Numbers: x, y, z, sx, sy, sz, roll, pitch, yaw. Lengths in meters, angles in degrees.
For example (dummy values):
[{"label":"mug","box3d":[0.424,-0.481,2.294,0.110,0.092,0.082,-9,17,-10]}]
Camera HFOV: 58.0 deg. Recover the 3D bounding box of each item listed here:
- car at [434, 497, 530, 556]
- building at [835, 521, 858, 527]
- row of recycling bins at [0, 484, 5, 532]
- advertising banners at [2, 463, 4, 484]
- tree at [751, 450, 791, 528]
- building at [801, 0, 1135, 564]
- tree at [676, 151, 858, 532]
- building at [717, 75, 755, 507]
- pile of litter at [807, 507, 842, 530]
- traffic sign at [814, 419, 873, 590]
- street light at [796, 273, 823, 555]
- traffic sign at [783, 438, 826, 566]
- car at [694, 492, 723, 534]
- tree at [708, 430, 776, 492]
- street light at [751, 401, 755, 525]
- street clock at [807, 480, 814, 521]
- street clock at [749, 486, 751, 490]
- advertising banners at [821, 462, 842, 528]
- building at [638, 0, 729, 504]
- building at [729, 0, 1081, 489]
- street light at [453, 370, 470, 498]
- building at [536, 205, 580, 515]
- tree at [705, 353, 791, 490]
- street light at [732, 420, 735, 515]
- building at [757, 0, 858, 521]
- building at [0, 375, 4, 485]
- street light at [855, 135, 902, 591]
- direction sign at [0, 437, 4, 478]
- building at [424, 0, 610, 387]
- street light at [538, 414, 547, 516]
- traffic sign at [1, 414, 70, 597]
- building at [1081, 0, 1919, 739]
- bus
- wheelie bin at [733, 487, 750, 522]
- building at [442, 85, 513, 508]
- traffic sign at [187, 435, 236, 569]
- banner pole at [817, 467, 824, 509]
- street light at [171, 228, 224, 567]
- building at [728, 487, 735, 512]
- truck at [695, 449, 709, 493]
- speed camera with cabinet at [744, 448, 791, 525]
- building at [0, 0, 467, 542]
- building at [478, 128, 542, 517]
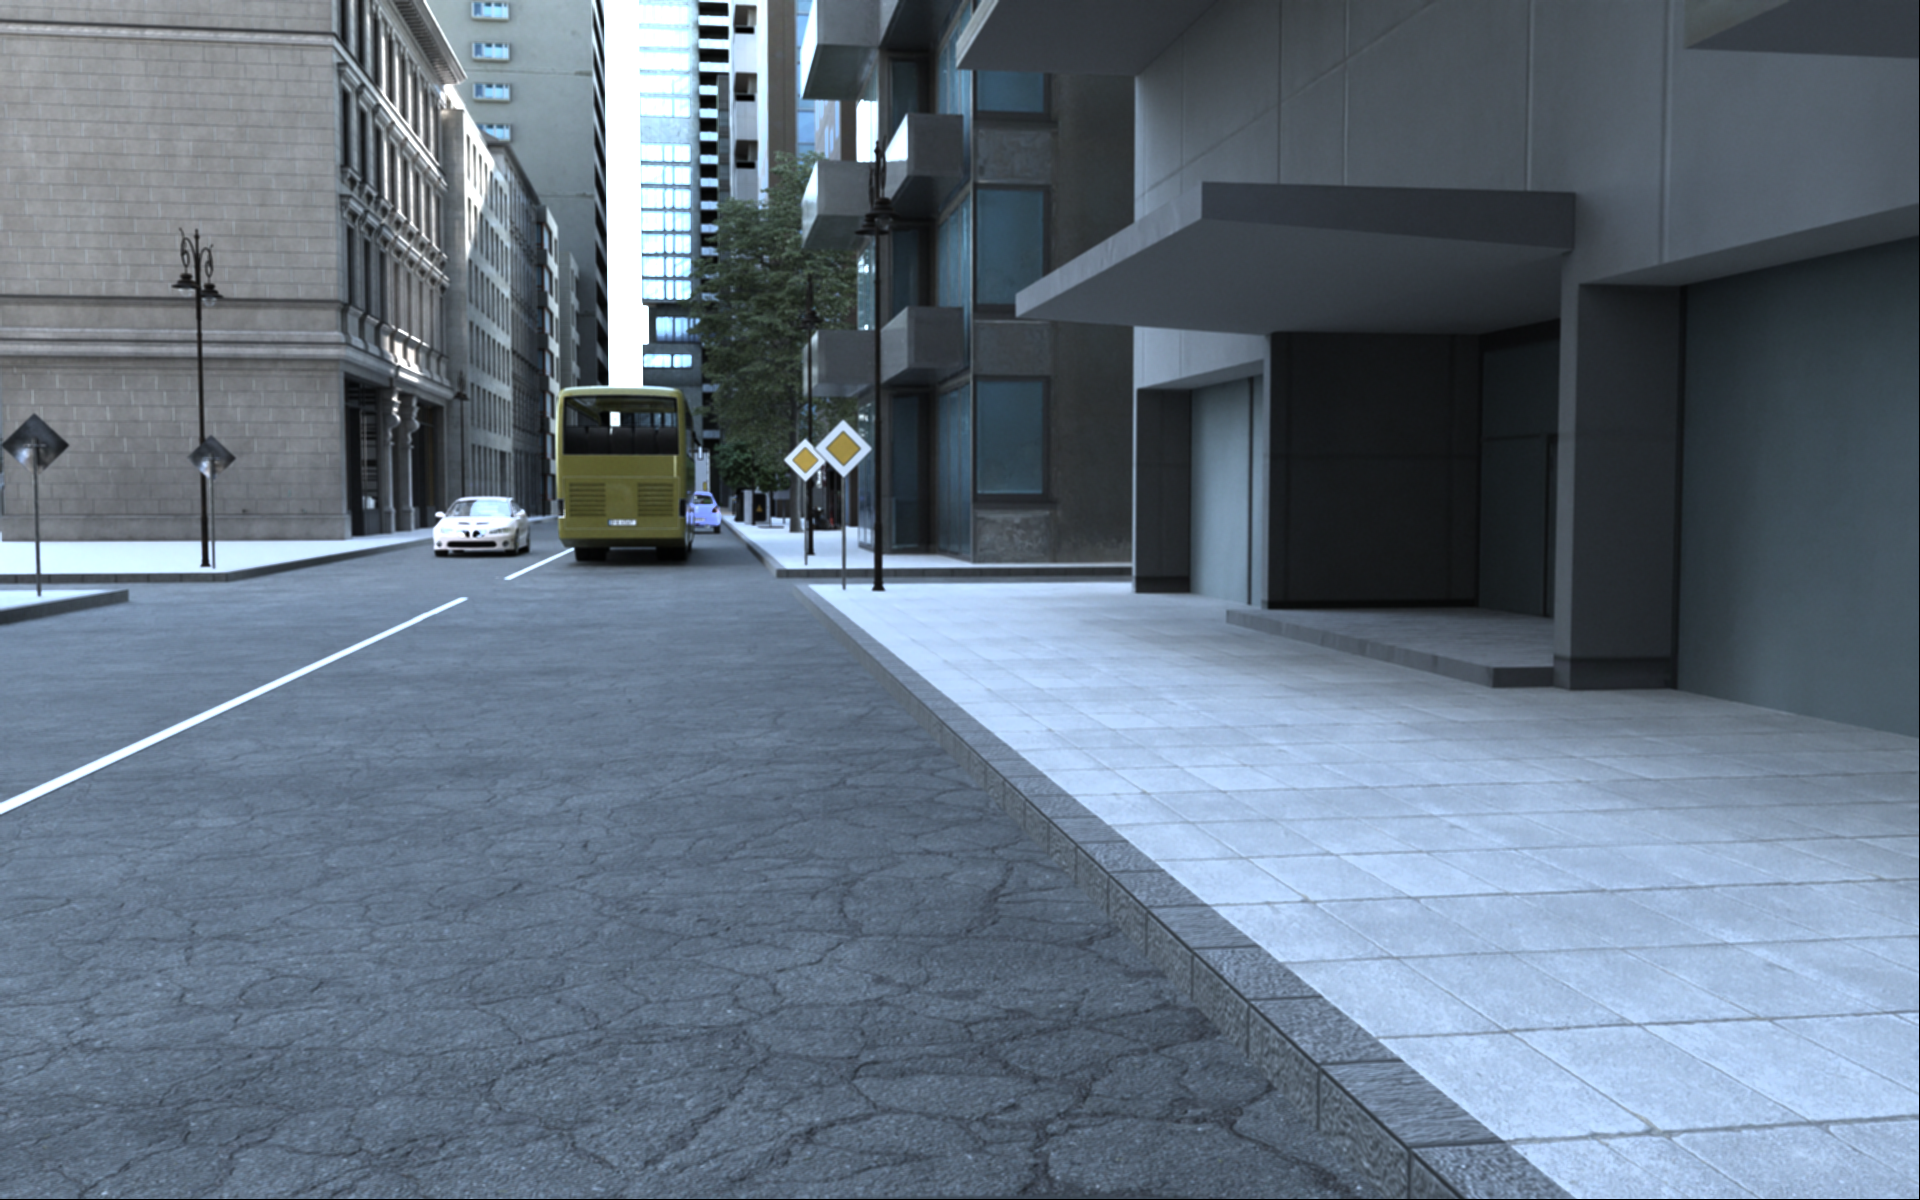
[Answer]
[{"label":"car","box3d":[-11.367,-1.774,41.368,2.083,1.381,4.827,-1,4,-9]},{"label":"building","box3d":[1.181,-25.917,73.851,14.600,45.320,14.200,-1,4,-9]},{"label":"row of recycling bins","box3d":[-32.435,-3.197,59.385,1.069,1.692,3.534,-2,4,-33]},{"label":"advertising banners","box3d":[-53.532,-6.151,96.759,0.090,3.025,2.074,-1,4,-23]},{"label":"tree","box3d":[-7.254,-4.330,65.397,1.663,3.219,1.824,0,3,0]},{"label":"building","box3d":[11.372,-25.824,41.827,30.456,49.044,23.786,-1,4,-9]},{"label":"tree","box3d":[-5.489,-8.516,57.372,7.486,12.596,7.792,0,3,0]},{"label":"building","box3d":[-17.118,-29.963,173.483,14.154,41.232,14.086,-1,4,-9]},{"label":"pile of litter","box3d":[-4.855,-2.913,61.585,1.176,0.858,1.719,-2,4,-33]},{"label":"traffic sign","box3d":[-1.557,-1.193,23.150,0.795,2.450,0.064,-1,4,-9]},{"label":"street light","box3d":[-3.146,-3.886,36.323,0.468,5.910,1.993,-1,4,-9]},{"label":"traffic sign","box3d":[-2.768,-1.676,31.043,0.795,2.450,0.064,-1,4,-9]},{"label":"car","box3d":[-9.724,-3.330,64.041,1.945,1.707,3.694,-1,4,-9]},{"label":"tree","box3d":[-10.591,-6.162,84.464,4.285,4.588,4.351,0,3,0]},{"label":"street light","box3d":[-8.463,-5.997,70.842,0.468,5.910,1.993,-1,4,-9]},{"label":"street clock","box3d":[-7.275,-4.829,83.524,0.471,2.002,0.358,-2,4,-24]},{"label":"street clock","box3d":[-11.323,-5.378,92.508,0.358,2.002,0.471,-2,4,-28]},{"label":"advertising banners","box3d":[-4.778,-4.190,64.692,0.090,3.025,2.074,-2,4,-27]},{"label":"building","box3d":[-24.733,-54.160,198.190,31.000,86.520,22.319,-1,4,-9]},{"label":"building","box3d":[-6.604,-34.526,153.746,28.713,52.752,27.495,-1,4,-9]},{"label":"street light","box3d":[-18.531,-5.611,64.520,0.468,5.910,1.993,-1,4,-9]},{"label":"building","box3d":[-40.538,-16.574,116.020,27.650,21.520,28.899,-1,4,-9]},{"label":"tree","box3d":[-10.709,-8.498,89.312,4.360,8.622,3.978,0,3,0]},{"label":"street light","box3d":[-13.744,-8.086,104.997,0.468,5.910,1.993,-1,4,-9]},{"label":"building","box3d":[-4.359,-27.459,99.067,14.600,45.320,14.200,-1,4,-9]},{"label":"building","box3d":[-84.994,-29.421,164.634,14.086,41.232,14.154,-1,4,-9]},{"label":"street light","box3d":[-1.084,-3.060,22.818,0.468,5.910,1.993,-1,4,-9]},{"label":"direction sign","box3d":[-35.846,-4.464,64.980,0.876,3.537,0.379,-2,4,-26]},{"label":"building","box3d":[-39.978,-31.625,140.777,21.300,48.544,21.600,-1,4,-9]},{"label":"street light","box3d":[-23.989,-7.760,99.667,0.468,5.910,1.993,-1,4,-9]},{"label":"traffic sign","box3d":[-11.538,-1.101,21.644,0.795,2.450,0.064,-1,4,-9]},{"label":"building","box3d":[15.045,-25.770,10.576,28.713,52.752,27.495,-1,4,-9]},{"label":"bus","box3d":[-7.474,-2.967,40.054,2.896,3.916,12.252,0,4,-8]},{"label":"wheelie bin","box3d":[-9.963,-4.402,79.874,0.980,1.594,0.693,-2,4,-35]},{"label":"building","box3d":[-26.001,-13.547,76.249,10.420,20.320,16.860,-1,4,-9]},{"label":"traffic sign","box3d":[-12.749,-1.584,29.537,0.795,2.450,0.064,-1,4,-9]},{"label":"banner pole","box3d":[-6.802,-5.795,84.762,0.401,3.779,0.863,2,4,27]},{"label":"street light","box3d":[-13.311,-3.522,30.376,0.468,5.910,1.993,-1,4,-9]},{"label":"building","box3d":[-1.015,-26.727,128.875,32.217,40.220,23.993,-1,4,-9]},{"label":"truck","box3d":[-17.707,-7.543,112.248,2.839,4.237,11.283,-1,4,-11]},{"label":"speed camera with cabinet","box3d":[-8.149,-4.847,73.584,2.038,3.252,0.660,-2,4,-33]},{"label":"building","box3d":[-21.583,-12.049,47.907,10.553,20.767,40.483,-1,4,-9]},{"label":"building","box3d":[-28.311,-14.952,93.610,9.793,20.994,18.267,-1,4,-9]}]
